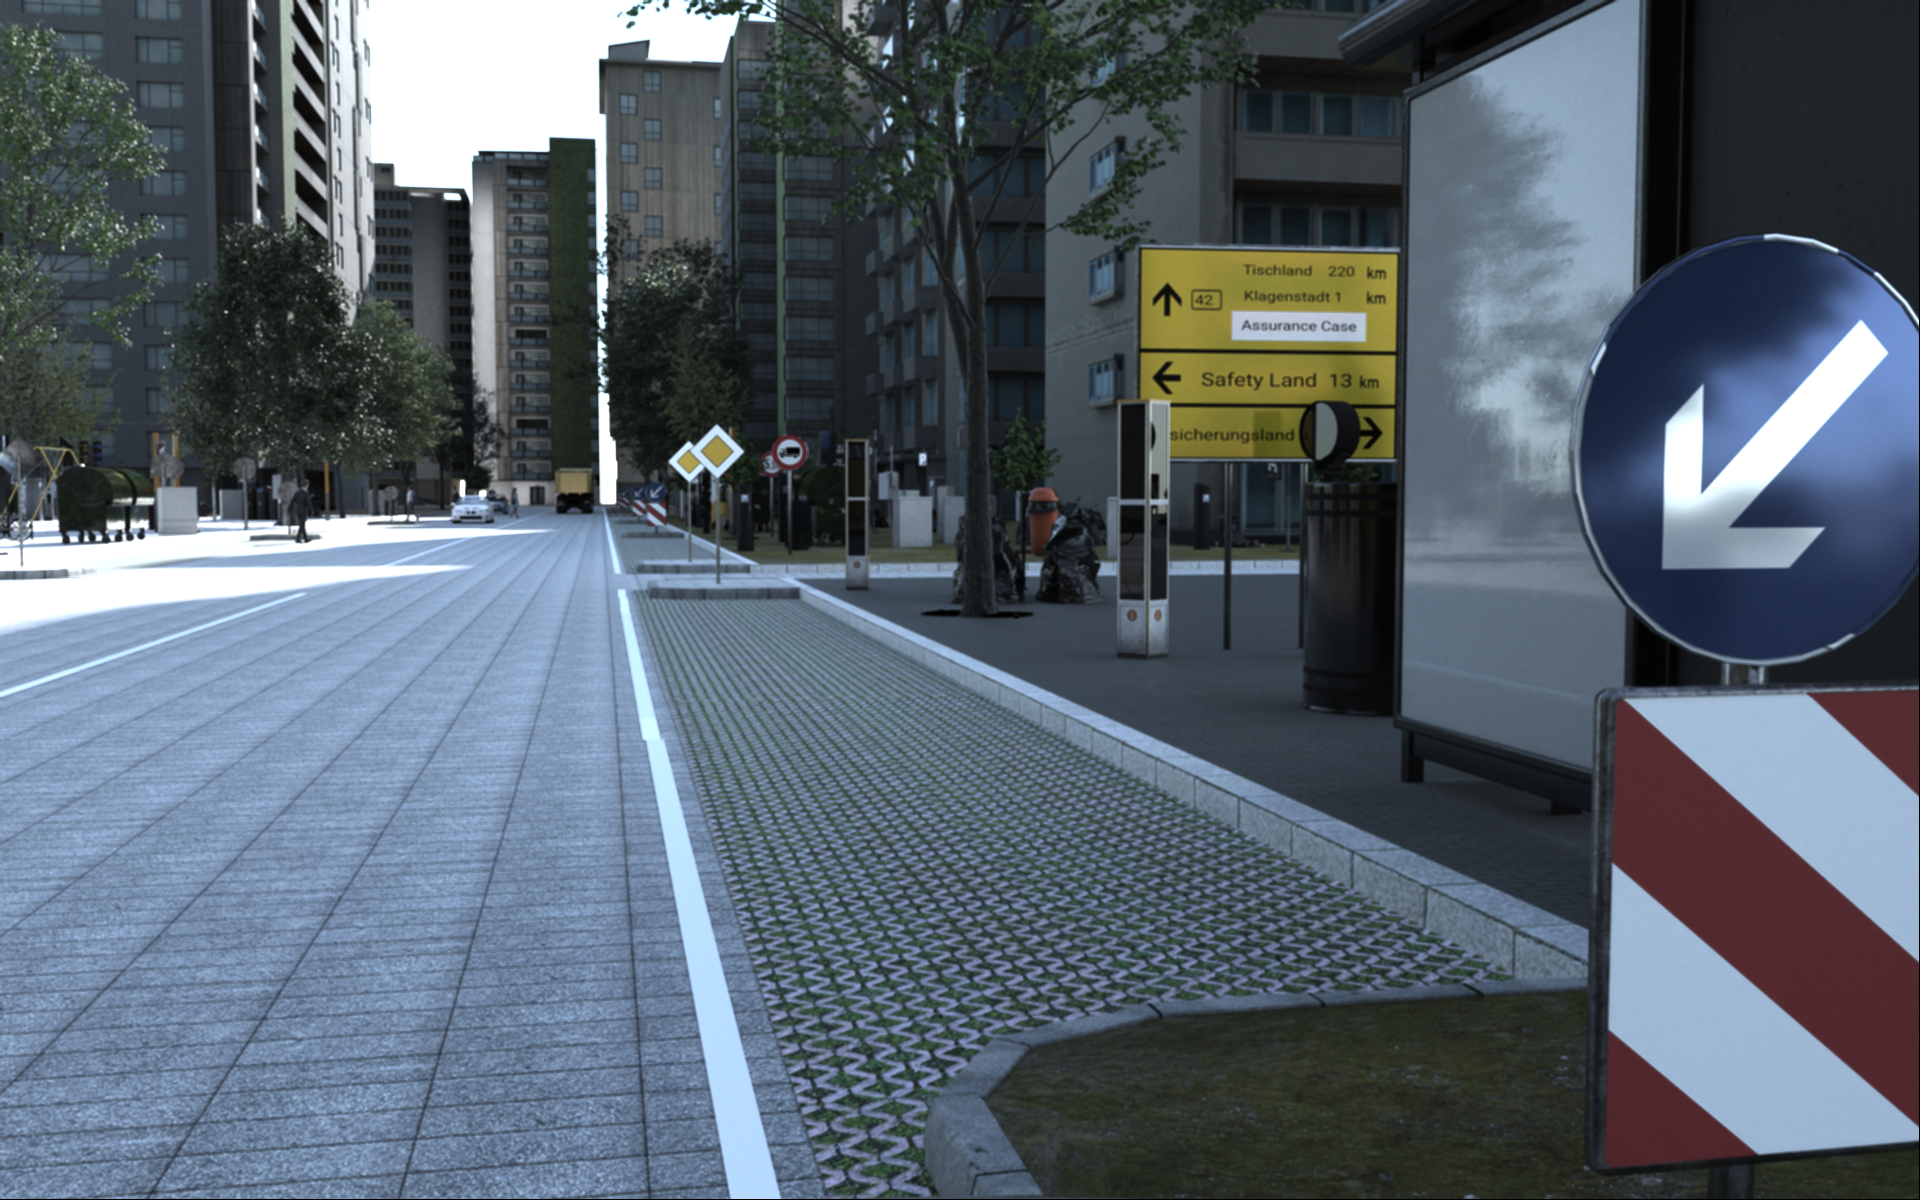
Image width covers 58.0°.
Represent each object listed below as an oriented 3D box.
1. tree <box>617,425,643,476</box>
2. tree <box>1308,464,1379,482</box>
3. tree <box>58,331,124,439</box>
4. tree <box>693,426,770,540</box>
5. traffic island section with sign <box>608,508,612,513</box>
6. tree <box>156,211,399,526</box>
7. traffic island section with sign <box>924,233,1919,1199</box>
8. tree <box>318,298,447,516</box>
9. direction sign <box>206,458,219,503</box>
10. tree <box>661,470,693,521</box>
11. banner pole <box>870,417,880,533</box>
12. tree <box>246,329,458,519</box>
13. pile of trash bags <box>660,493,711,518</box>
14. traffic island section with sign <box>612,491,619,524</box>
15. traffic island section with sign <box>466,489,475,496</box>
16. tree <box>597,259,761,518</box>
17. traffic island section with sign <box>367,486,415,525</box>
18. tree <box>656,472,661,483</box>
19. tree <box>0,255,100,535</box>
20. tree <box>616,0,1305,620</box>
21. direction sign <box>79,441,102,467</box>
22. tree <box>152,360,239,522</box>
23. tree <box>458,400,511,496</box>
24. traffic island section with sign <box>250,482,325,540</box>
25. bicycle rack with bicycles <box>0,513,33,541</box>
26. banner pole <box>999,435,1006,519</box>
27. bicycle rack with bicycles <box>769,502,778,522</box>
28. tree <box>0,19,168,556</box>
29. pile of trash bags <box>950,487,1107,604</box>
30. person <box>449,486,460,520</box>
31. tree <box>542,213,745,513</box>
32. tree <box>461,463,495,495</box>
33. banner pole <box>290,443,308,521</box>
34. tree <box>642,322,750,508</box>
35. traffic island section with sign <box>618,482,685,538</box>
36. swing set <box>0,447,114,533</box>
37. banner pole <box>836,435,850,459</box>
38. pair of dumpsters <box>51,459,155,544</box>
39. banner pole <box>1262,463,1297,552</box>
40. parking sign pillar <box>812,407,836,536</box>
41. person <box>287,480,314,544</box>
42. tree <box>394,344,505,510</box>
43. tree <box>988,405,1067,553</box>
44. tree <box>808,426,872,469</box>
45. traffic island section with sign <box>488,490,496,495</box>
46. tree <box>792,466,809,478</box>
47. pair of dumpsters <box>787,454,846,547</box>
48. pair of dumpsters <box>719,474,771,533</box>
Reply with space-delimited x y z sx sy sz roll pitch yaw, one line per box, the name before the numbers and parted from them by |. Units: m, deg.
tree | -27.962 -12.428 153.556 4.737 8.622 4.395 0 3 0
tree | 8.805 -2.721 39.087 1.663 3.219 1.824 0 3 0
tree | -40.783 -7.890 79.358 4.737 8.622 4.395 0 3 0
tree | -6.372 -3.336 49.151 1.663 3.219 1.824 0 3 0
traffic island section with sign | -25.721 -7.561 132.247 1.989 1.847 2.006 -1 4 -12
tree | -27.735 -9.403 70.749 9.611 12.733 9.660 0 3 0
traffic island section with sign | 0.984 0.319 3.406 1.989 1.847 2.006 -1 4 -12
tree | -33.825 -11.160 100.592 7.486 12.596 7.792 0 3 0
direction sign | -42.910 -6.571 99.440 0.876 3.537 0.379 1 4 18
tree | -12.657 -5.310 81.414 1.663 3.219 1.824 0 3 0
banner pole | -2.765 -4.052 56.260 0.401 3.779 0.863 -1 4 -12
tree | -32.302 -9.506 89.835 7.601 10.594 8.767 3 4 38
pile of trash bags | -15.435 -5.333 96.945 3.447 1.369 1.912 2 4 27
traffic island section with sign | -15.560 -4.563 83.230 1.989 1.847 2.006 -1 4 -12
traffic island section with sign | -36.932 -7.474 130.825 1.989 1.847 2.006 -1 4 -12
tree | -15.142 -11.442 93.731 9.857 13.997 8.962 0 3 0
traffic island section with sign | -26.670 -4.444 81.281 1.989 1.847 2.006 -1 4 -12
tree | -23.460 -8.648 135.989 1.663 3.219 1.824 0 3 0
tree | -29.259 -6.344 54.086 4.360 8.622 3.978 0 3 0
tree | 0.028 -5.635 17.882 9.928 11.665 9.643 0 3 0
direction sign | -37.365 -5.047 74.518 0.876 3.537 0.379 -3 5 -41
tree | -34.562 -7.896 79.460 4.360 8.622 3.978 0 3 0
tree | -46.421 -13.928 162.127 8.767 10.594 7.601 -1 4 -18
traffic island section with sign | -21.099 -2.801 54.420 1.989 1.847 2.006 -1 4 -12
bicycle rack with bicycles | -26.574 -2.064 47.126 2.925 0.926 2.852 0 4 6
banner pole | 1.943 -5.136 73.986 0.863 3.779 0.401 -1 4 -8
bicycle rack with bicycles | -9.470 -4.125 80.832 2.925 0.926 2.852 -1 4 -22
tree | -20.618 -6.750 36.113 9.928 11.665 9.643 0 3 0
pile of trash bags | 0.910 -0.734 21.747 1.912 1.369 3.447 0 4 7
person | -26.997 -5.155 92.566 0.755 1.850 0.659 -2 4 -32
tree | -21.380 -16.047 118.261 12.611 20.169 13.585 0 3 0
tree | -49.127 -11.799 176.623 4.285 4.588 4.351 0 3 0
banner pole | -31.969 -5.729 83.680 0.863 3.779 0.401 -3 4 -38
tree | -11.026 -7.509 73.133 4.737 8.622 4.395 0 3 0
traffic island section with sign | -10.093 -2.948 56.833 1.989 1.847 2.006 -1 4 -12
swing set | -30.526 -3.711 58.300 2.862 2.851 3.119 -1 4 -9
banner pole | -4.962 -5.111 73.576 0.863 3.779 0.401 0 4 0
pair of dumpsters | -22.848 -2.675 46.231 1.574 2.255 4.437 -1 4 -12
banner pole | 7.146 -2.982 38.768 0.863 3.779 0.401 2 4 30
parking sign pillar | -4.013 -3.946 52.989 1.447 3.967 1.447 0 4 -7
person | -19.032 -2.567 50.250 0.659 1.850 0.755 2 4 27
tree | -42.436 -14.152 141.750 12.009 13.543 11.850 0 3 0
tree | 1.232 -2.650 37.930 1.663 3.219 1.824 0 3 0
tree | -5.730 -6.089 83.271 4.285 4.588 4.351 0 3 0
traffic island section with sign | -42.481 -9.104 157.485 1.989 1.847 2.006 -1 4 -12
tree | -9.419 -6.650 103.323 1.663 3.219 1.824 0 3 0
pair of dumpsters | -3.367 -2.526 43.801 1.574 2.255 4.437 -1 4 -12
pair of dumpsters | -7.329 -3.481 59.415 1.574 2.255 4.437 -1 4 -12
